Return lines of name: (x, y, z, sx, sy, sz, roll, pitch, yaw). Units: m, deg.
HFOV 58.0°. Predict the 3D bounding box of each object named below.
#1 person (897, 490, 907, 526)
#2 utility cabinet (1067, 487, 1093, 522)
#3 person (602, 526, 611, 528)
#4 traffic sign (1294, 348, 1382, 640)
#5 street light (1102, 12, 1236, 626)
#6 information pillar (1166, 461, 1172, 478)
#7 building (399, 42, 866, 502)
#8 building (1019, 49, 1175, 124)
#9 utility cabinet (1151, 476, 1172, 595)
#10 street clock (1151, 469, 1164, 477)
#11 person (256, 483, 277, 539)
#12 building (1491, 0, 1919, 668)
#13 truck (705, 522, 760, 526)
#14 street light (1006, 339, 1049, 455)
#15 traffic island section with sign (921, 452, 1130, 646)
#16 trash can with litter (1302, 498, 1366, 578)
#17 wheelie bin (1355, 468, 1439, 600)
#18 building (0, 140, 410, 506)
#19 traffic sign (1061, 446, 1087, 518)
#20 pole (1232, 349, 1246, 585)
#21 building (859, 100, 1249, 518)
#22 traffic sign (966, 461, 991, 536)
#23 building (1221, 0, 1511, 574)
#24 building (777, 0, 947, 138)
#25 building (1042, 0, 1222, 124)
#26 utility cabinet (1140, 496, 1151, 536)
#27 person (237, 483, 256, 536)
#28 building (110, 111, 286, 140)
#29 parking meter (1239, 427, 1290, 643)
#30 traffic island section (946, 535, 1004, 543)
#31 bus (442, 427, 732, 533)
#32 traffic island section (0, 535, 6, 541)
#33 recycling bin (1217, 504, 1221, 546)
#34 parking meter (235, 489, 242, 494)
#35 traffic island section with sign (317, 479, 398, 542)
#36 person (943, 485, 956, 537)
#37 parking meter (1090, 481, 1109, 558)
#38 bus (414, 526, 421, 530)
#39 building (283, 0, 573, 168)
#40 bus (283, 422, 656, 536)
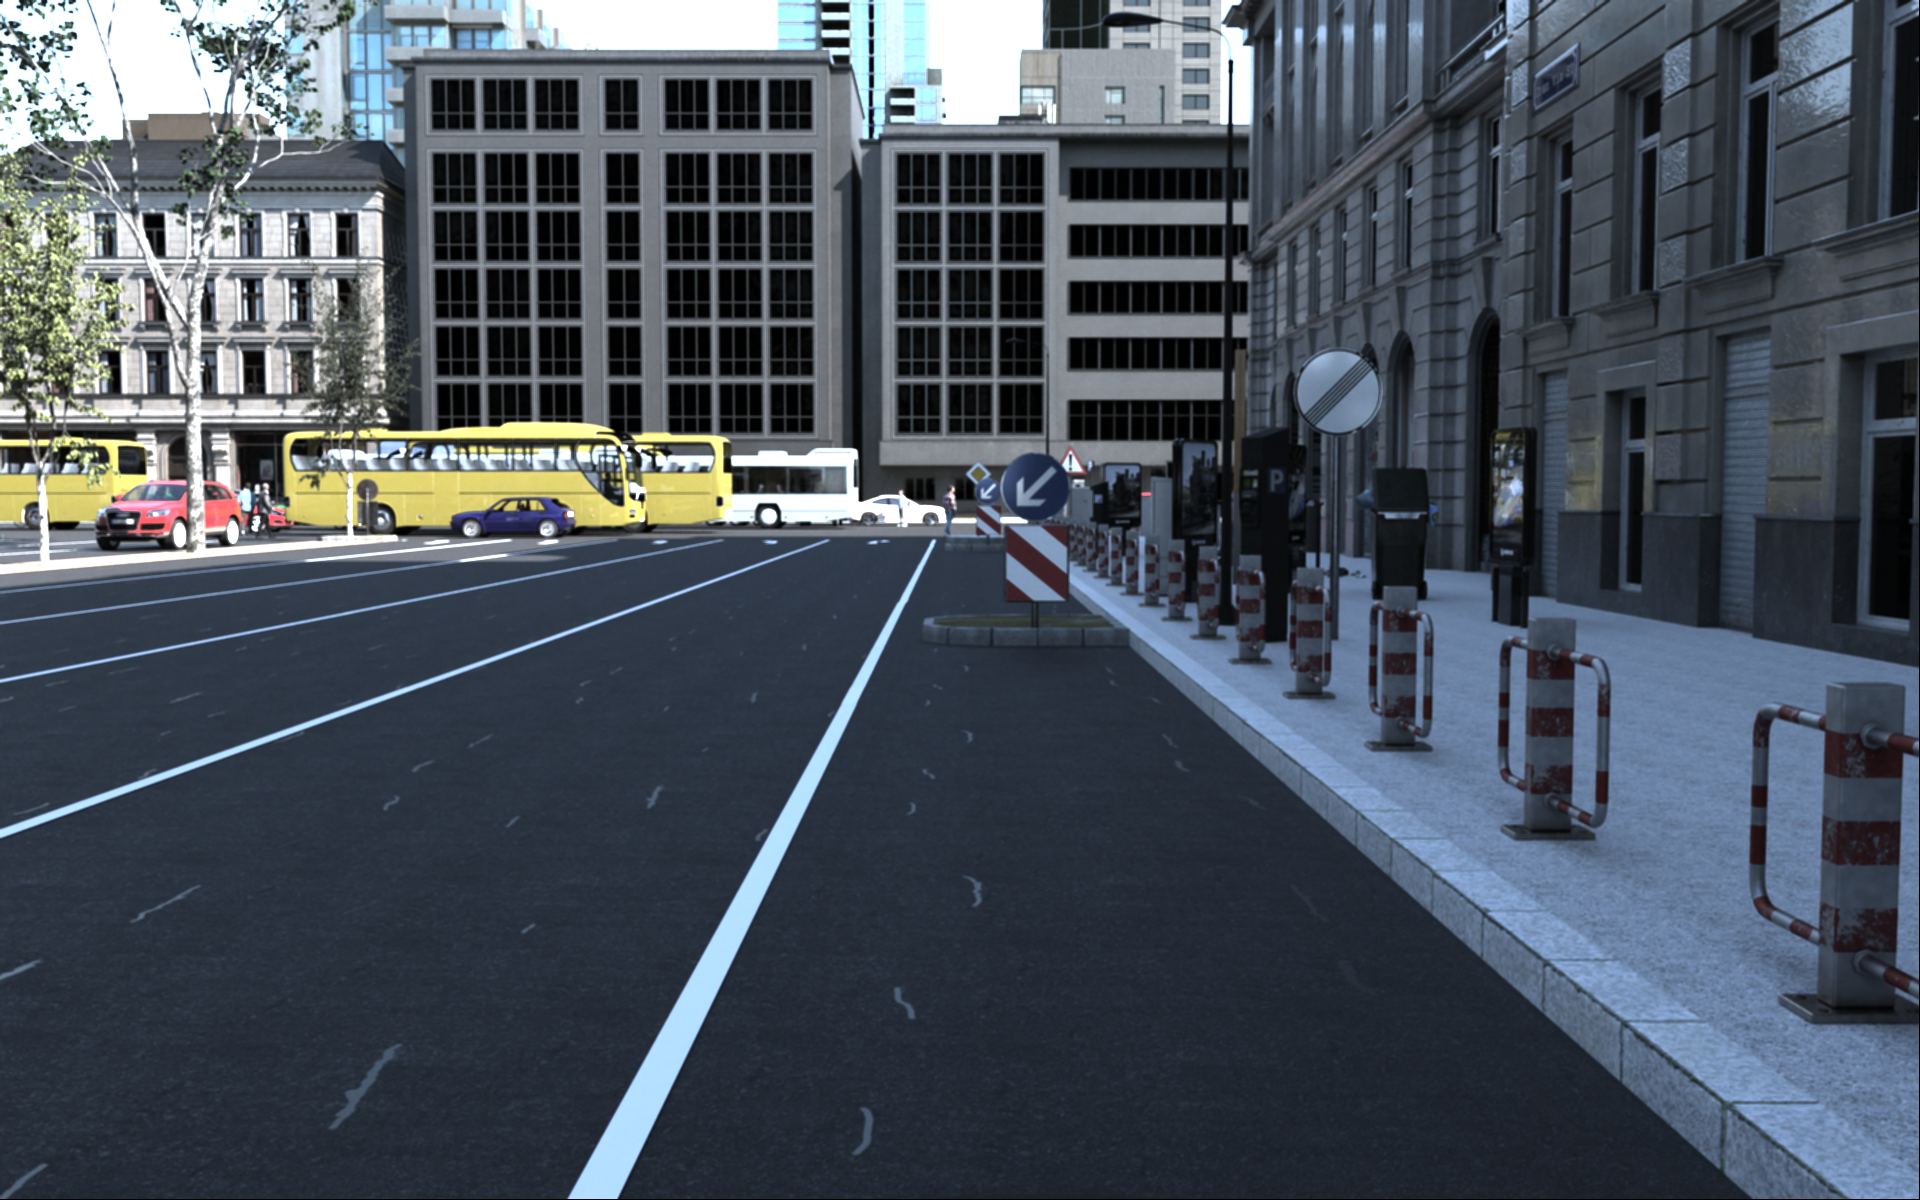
person: (-2.623, -4.107, 77.466, 0.330, 1.601, 0.589, -3, 4, -37)
utility cabinet: (3.842, -2.726, 53.242, 1.173, 1.500, 0.318, 3, 4, 36)
person: (-15.133, -3.990, 73.917, 0.473, 1.802, 0.592, 2, 4, 25)
traffic sign: (3.295, -0.923, 15.190, 0.768, 2.556, 0.104, 0, 4, 1)
street light: (2.073, -2.711, 16.874, 1.470, 5.913, 1.316, 0, 3, 0)
information pillar: (4.738, -2.069, 38.326, 0.304, 2.012, 0.304, 2, 4, 24)
building: (-17.678, -18.622, 97.980, 24.014, 27.812, 14.314, 0, 3, 0)
building: (12.449, -29.319, 162.967, 14.154, 41.232, 14.086, 0, 3, 0)
utility cabinet: (2.615, -0.828, 22.212, 0.318, 1.500, 1.173, 0, 4, 5)
street clock: (5.593, -2.727, 49.155, 0.358, 2.002, 0.471, -1, 4, -13)
person: (-22.227, -2.853, 55.542, 0.661, 1.777, 0.834, 3, 4, 37)
building: (12.722, -13.021, 10.150, 12.463, 27.353, 25.104, 0, 3, 0)
truck: (-17.377, -5.379, 77.709, 18.799, 4.110, 2.967, 0, 4, 1)
street light: (2.087, -4.857, 51.955, 1.470, 5.913, 1.316, 0, 3, 0)
traffic island section with sign: (0.616, -0.530, 17.296, 1.989, 1.847, 2.006, 0, 3, 0)
trash can with litter: (5.657, -1.007, 27.516, 1.678, 1.210, 2.233, -1, 4, -15)
wheelie bin: (5.321, -0.810, 21.160, 0.980, 1.594, 0.693, 0, 4, 6)
building: (-50.596, -14.998, 96.120, 40.483, 20.767, 10.553, 0, 3, 0)
traffic sign: (2.983, -2.858, 46.728, 0.884, 2.594, 0.081, 0, 4, 7)
pole: (3.955, -1.877, 24.527, 0.158, 3.312, 0.155, 0, 3, 0)
building: (9.647, -17.075, 98.237, 30.058, 24.678, 14.314, 0, 3, 0)
traffic sign: (0.557, -2.991, 52.543, 0.795, 2.450, 0.064, 0, 3, 0)
building: (13.787, -11.871, 35.899, 13.314, 21.916, 24.055, 0, 3, 0)
building: (-15.080, -57.981, 260.659, 31.000, 86.520, 22.319, 0, 3, 0)
building: (17.705, -46.322, 195.618, 20.563, 71.187, 20.611, 0, 3, 0)
utility cabinet: (6.014, -2.540, 52.688, 1.020, 1.237, 0.306, 1, 4, 10)
person: (-24.675, -3.141, 59.876, 0.660, 1.820, 0.620, -1, 4, -17)
building: (-87.025, -33.617, 199.745, 14.200, 45.320, 14.600, 0, 3, 0)
parking meter: (2.639, -0.570, 15.031, 0.399, 1.863, 0.255, -3, 4, -36)
traffic island section: (0.581, -1.856, 52.620, 2.009, 0.180, 2.903, 0, 3, 0)
bus: (-14.718, -4.443, 64.194, 12.252, 3.916, 2.896, 0, 4, 1)
traffic island section: (-30.461, -1.854, 52.593, 2.009, 0.180, 2.903, 0, 3, 0)
recycling bin: (5.955, -1.830, 42.481, 0.722, 1.027, 0.722, 2, 4, 24)
parking meter: (-37.735, -5.028, 90.622, 0.372, 1.533, 0.369, 0, 3, 0)
traffic island section with sign: (-18.283, -2.734, 52.839, 2.006, 1.907, 1.989, 0, 3, 0)
person: (-0.380, -2.977, 58.016, 0.643, 1.720, 0.563, -2, 4, -35)
parking meter: (2.792, -1.613, 34.778, 0.372, 1.533, 0.369, 0, 3, 0)
bus: (-19.188, -4.504, 68.506, 13.247, 3.499, 2.948, 0, 4, -1)
building: (-48.806, -33.301, 164.087, 23.786, 49.044, 30.456, 0, 3, 0)
bus: (-16.892, -4.188, 60.027, 12.252, 3.916, 2.896, 0, 3, 0)
